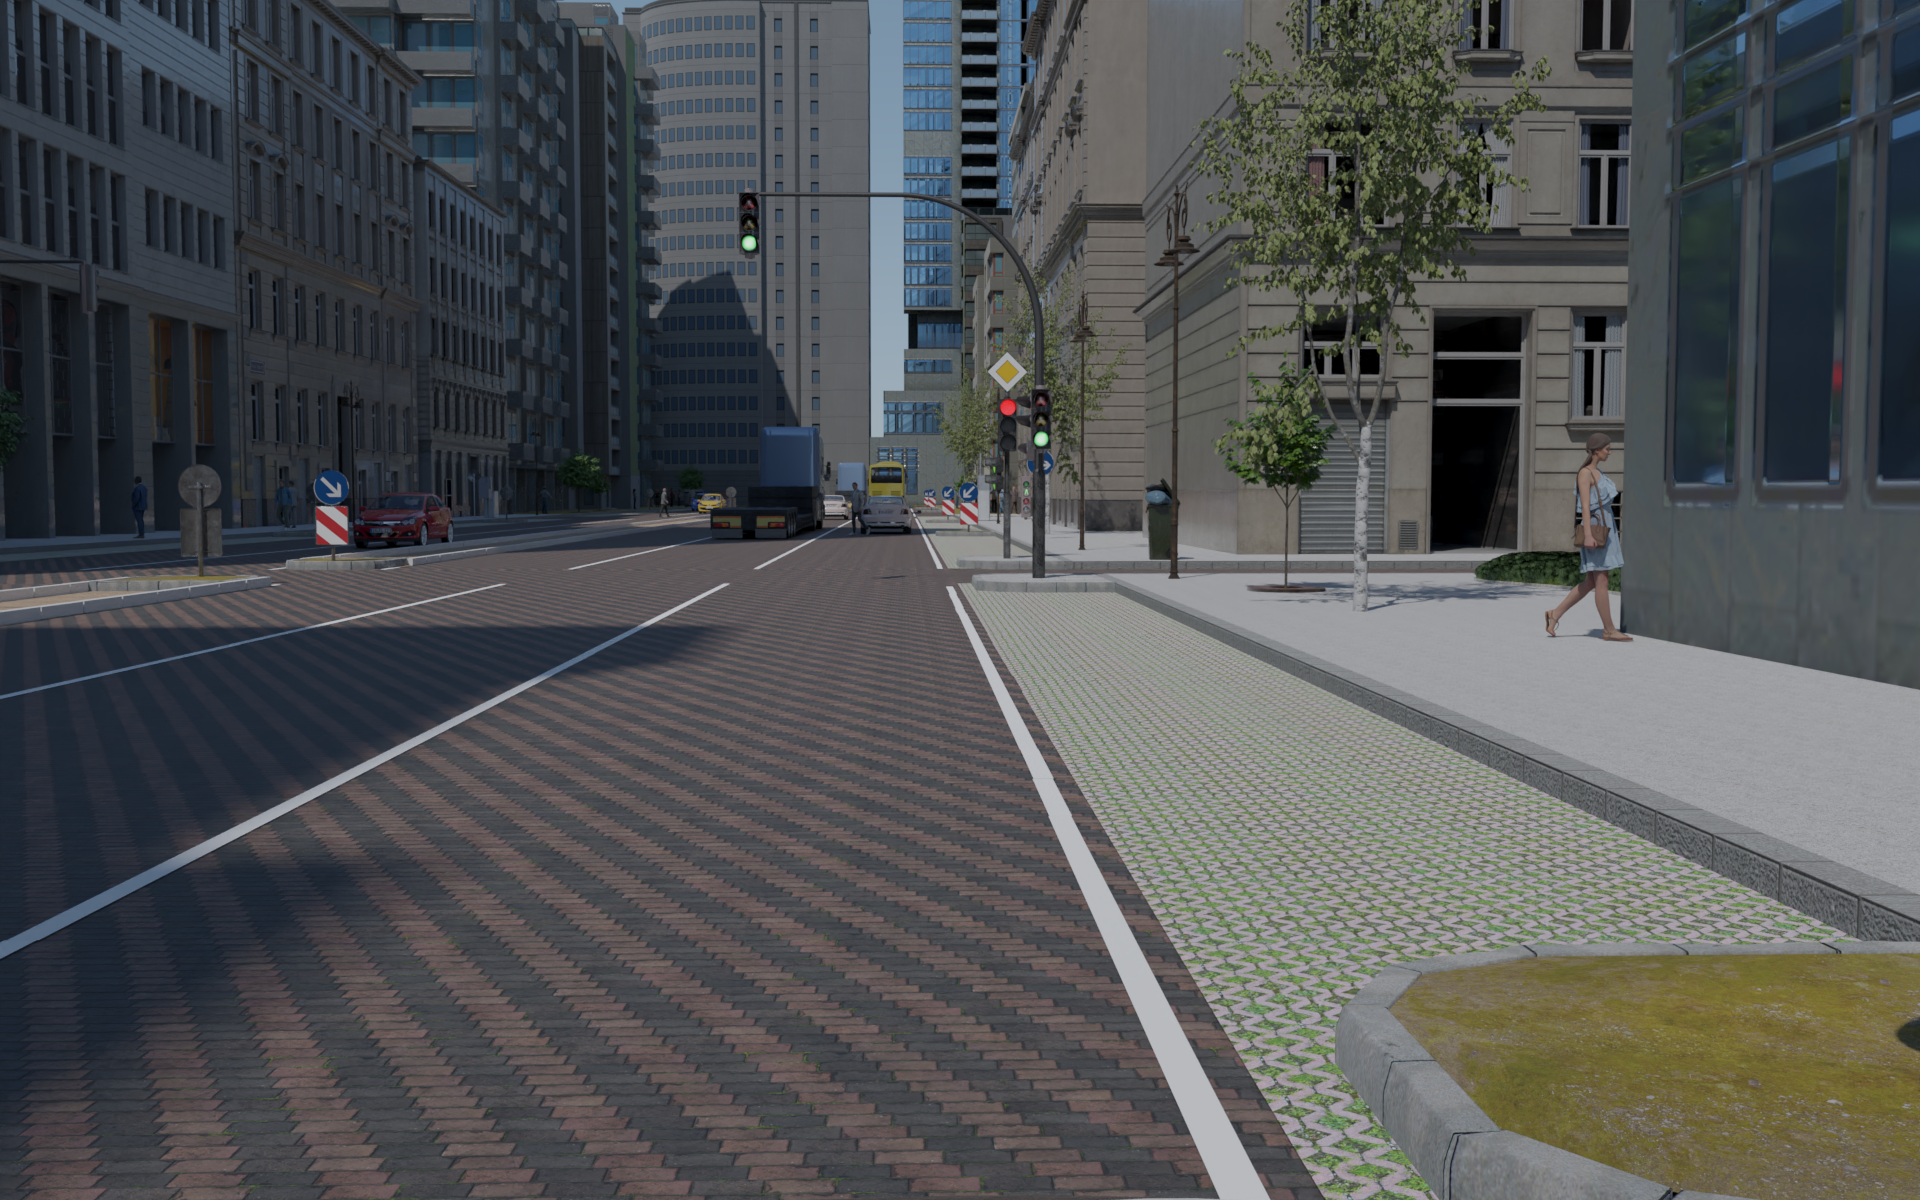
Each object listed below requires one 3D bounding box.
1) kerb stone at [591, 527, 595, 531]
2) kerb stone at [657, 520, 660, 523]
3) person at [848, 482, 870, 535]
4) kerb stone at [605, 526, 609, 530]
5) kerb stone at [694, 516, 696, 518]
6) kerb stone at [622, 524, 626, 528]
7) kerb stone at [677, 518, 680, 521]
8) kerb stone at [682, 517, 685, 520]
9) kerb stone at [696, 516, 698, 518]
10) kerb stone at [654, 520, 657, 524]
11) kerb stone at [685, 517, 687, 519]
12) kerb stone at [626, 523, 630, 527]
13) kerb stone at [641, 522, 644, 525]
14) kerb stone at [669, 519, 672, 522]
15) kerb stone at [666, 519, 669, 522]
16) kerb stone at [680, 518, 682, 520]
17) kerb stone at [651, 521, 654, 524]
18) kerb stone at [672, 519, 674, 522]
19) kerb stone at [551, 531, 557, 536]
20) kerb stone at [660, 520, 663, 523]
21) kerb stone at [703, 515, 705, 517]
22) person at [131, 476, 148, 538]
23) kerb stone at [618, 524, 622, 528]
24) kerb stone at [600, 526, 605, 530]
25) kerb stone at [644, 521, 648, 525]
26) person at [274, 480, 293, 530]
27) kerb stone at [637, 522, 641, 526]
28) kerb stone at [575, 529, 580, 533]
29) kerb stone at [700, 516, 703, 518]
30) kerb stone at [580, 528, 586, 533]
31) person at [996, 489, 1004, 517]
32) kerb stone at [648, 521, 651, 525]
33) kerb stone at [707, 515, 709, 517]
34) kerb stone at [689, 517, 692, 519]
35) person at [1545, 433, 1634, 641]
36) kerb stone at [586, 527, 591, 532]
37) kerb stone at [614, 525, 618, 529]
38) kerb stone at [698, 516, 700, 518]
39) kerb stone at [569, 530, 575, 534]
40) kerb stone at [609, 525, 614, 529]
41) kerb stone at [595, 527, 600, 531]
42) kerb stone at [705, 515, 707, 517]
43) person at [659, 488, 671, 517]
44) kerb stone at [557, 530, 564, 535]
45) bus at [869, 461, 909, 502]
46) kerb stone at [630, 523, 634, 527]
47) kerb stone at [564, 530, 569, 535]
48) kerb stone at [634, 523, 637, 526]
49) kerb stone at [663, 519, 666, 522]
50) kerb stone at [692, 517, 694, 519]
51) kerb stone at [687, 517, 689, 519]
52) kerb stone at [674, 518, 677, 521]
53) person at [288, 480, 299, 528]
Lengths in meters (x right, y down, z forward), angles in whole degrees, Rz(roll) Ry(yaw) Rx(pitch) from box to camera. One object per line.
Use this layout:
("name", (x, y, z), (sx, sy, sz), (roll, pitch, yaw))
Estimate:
("kerb stone", (-14.106, -2.670, 65.848), (0.120, 0.150, 1.000), (0, 4, -2))
("kerb stone", (-14.676, -3.735, 83.275), (0.120, 0.150, 1.000), (0, 4, -2))
("person", (-3.531, -3.176, 60.270), (0.795, 1.843, 0.661), (-3, 5, -40))
("kerb stone", (-14.208, -2.859, 68.934), (0.120, 0.150, 1.000), (0, 4, -2))
("kerb stone", (-15.133, -4.614, 97.629), (0.120, 0.150, 1.000), (0, 4, -2))
("kerb stone", (-14.350, -3.106, 73.036), (0.120, 0.150, 1.000), (0, 4, -2))
("kerb stone", (-14.904, -4.172, 90.452), (0.120, 0.150, 1.000), (0, 4, -2))
("kerb stone", (-14.969, -4.299, 92.498), (0.120, 0.150, 1.000), (0, 4, -2))
("kerb stone", (-15.163, -4.676, 98.651), (0.120, 0.150, 1.000), (0, 4, -2))
("kerb stone", (-14.647, -3.673, 82.253), (0.120, 0.150, 1.000), (0, 4, -2))
("kerb stone", (-15.004, -4.362, 93.520), (0.120, 0.150, 1.000), (0, 4, -2))
("kerb stone", (-14.378, -3.173, 74.069), (0.120, 0.150, 1.000), (0, 4, -2))
("kerb stone", (-14.511, -3.423, 78.166), (0.120, 0.150, 1.000), (0, 4, -2))
("kerb stone", (-14.807, -3.986, 87.365), (0.120, 0.150, 1.000), (0, 4, -2))
("kerb stone", (-14.771, -3.923, 86.343), (0.120, 0.150, 1.000), (0, 4, -2))
("kerb stone", (-14.937, -4.234, 91.475), (0.120, 0.150, 1.000), (0, 4, -2))
("kerb stone", (-14.605, -3.608, 81.232), (0.120, 0.150, 1.000), (0, 4, -2))
("kerb stone", (-14.830, -4.049, 88.396), (0.120, 0.150, 1.000), (0, 4, -2))
("kerb stone", (-13.878, -2.230, 58.651), (0.120, 0.150, 1.000), (0, 4, -2))
("kerb stone", (-14.697, -3.798, 84.300), (0.120, 0.150, 1.000), (0, 4, -2))
("kerb stone", (-15.272, -4.863, 101.721), (0.120, 0.150, 1.000), (0, 4, -2))
("person", (-23.741, -2.686, 50.137), (0.419, 1.800, 0.721), (0, 4, -7))
("kerb stone", (-14.307, -3.047, 72.008), (0.120, 0.150, 1.000), (0, 4, -2))
("kerb stone", (-14.171, -2.796, 67.904), (0.120, 0.150, 1.000), (0, 4, -2))
("kerb stone", (-14.534, -3.486, 79.188), (0.120, 0.150, 1.000), (0, 4, -2))
("person", (-23.898, -3.353, 61.202), (0.601, 1.785, 0.444), (1, 4, 11))
("kerb stone", (-14.473, -3.361, 77.144), (0.120, 0.150, 1.000), (0, 4, -2))
("kerb stone", (-14.008, -2.469, 62.756), (0.120, 0.150, 1.000), (0, 4, -2))
("kerb stone", (-15.230, -4.801, 100.700), (0.120, 0.150, 1.000), (0, 4, -2))
("kerb stone", (-14.038, -2.534, 63.790), (0.120, 0.150, 1.000), (0, 4, -2))
("person", (2.306, -5.556, 97.142), (0.793, 1.790, 0.793), (1, 4, 23))
("kerb stone", (-14.575, -3.547, 80.210), (0.120, 0.150, 1.000), (0, 4, -2))
("kerb stone", (-15.332, -4.989, 103.768), (0.120, 0.150, 1.000), (0, 4, -2))
("kerb stone", (-15.068, -4.488, 95.571), (0.120, 0.150, 1.000), (0, 4, -2))
("person", (5.507, -0.552, 15.167), (0.778, 1.811, 0.616), (3, 4, 37))
("kerb stone", (-14.067, -2.607, 64.823), (0.120, 0.150, 1.000), (0, 4, -2))
("kerb stone", (-14.270, -2.984, 70.986), (0.120, 0.150, 1.000), (0, 4, -2))
("kerb stone", (-15.208, -4.739, 99.673), (0.120, 0.150, 1.000), (0, 4, -2))
("kerb stone", (-13.974, -2.418, 61.733), (0.120, 0.150, 1.000), (0, 4, -2))
("kerb stone", (-14.237, -2.922, 69.964), (0.120, 0.150, 1.000), (0, 4, -2))
("kerb stone", (-14.137, -2.733, 66.879), (0.120, 0.150, 1.000), (0, 4, -2))
("kerb stone", (-15.303, -4.927, 102.746), (0.120, 0.150, 1.000), (0, 4, -2))
("person", (-18.116, -5.970, 106.511), (0.834, 1.777, 0.661), (-1, 4, -22))
("kerb stone", (-13.907, -2.292, 59.677), (0.120, 0.150, 1.000), (0, 4, -2))
("bus", (-5.348, -8.449, 129.690), (2.896, 3.916, 12.252), (0, 4, -1))
("kerb stone", (-14.400, -3.235, 75.091), (0.120, 0.150, 1.000), (0, 4, -2))
("kerb stone", (-13.947, -2.355, 60.702), (0.120, 0.150, 1.000), (0, 4, -2))
("kerb stone", (-14.443, -3.297, 76.121), (0.120, 0.150, 1.000), (0, 4, -2))
("kerb stone", (-14.739, -3.861, 85.322), (0.120, 0.150, 1.000), (0, 4, -2))
("kerb stone", (-15.098, -4.550, 96.593), (0.120, 0.150, 1.000), (0, 4, -2))
("kerb stone", (-15.037, -4.425, 94.548), (0.120, 0.150, 1.000), (0, 4, -2))
("kerb stone", (-14.868, -4.112, 89.422), (0.120, 0.150, 1.000), (0, 4, -2))
("person", (-25.348, -3.625, 65.508), (0.583, 1.804, 0.606), (1, 4, 18))
